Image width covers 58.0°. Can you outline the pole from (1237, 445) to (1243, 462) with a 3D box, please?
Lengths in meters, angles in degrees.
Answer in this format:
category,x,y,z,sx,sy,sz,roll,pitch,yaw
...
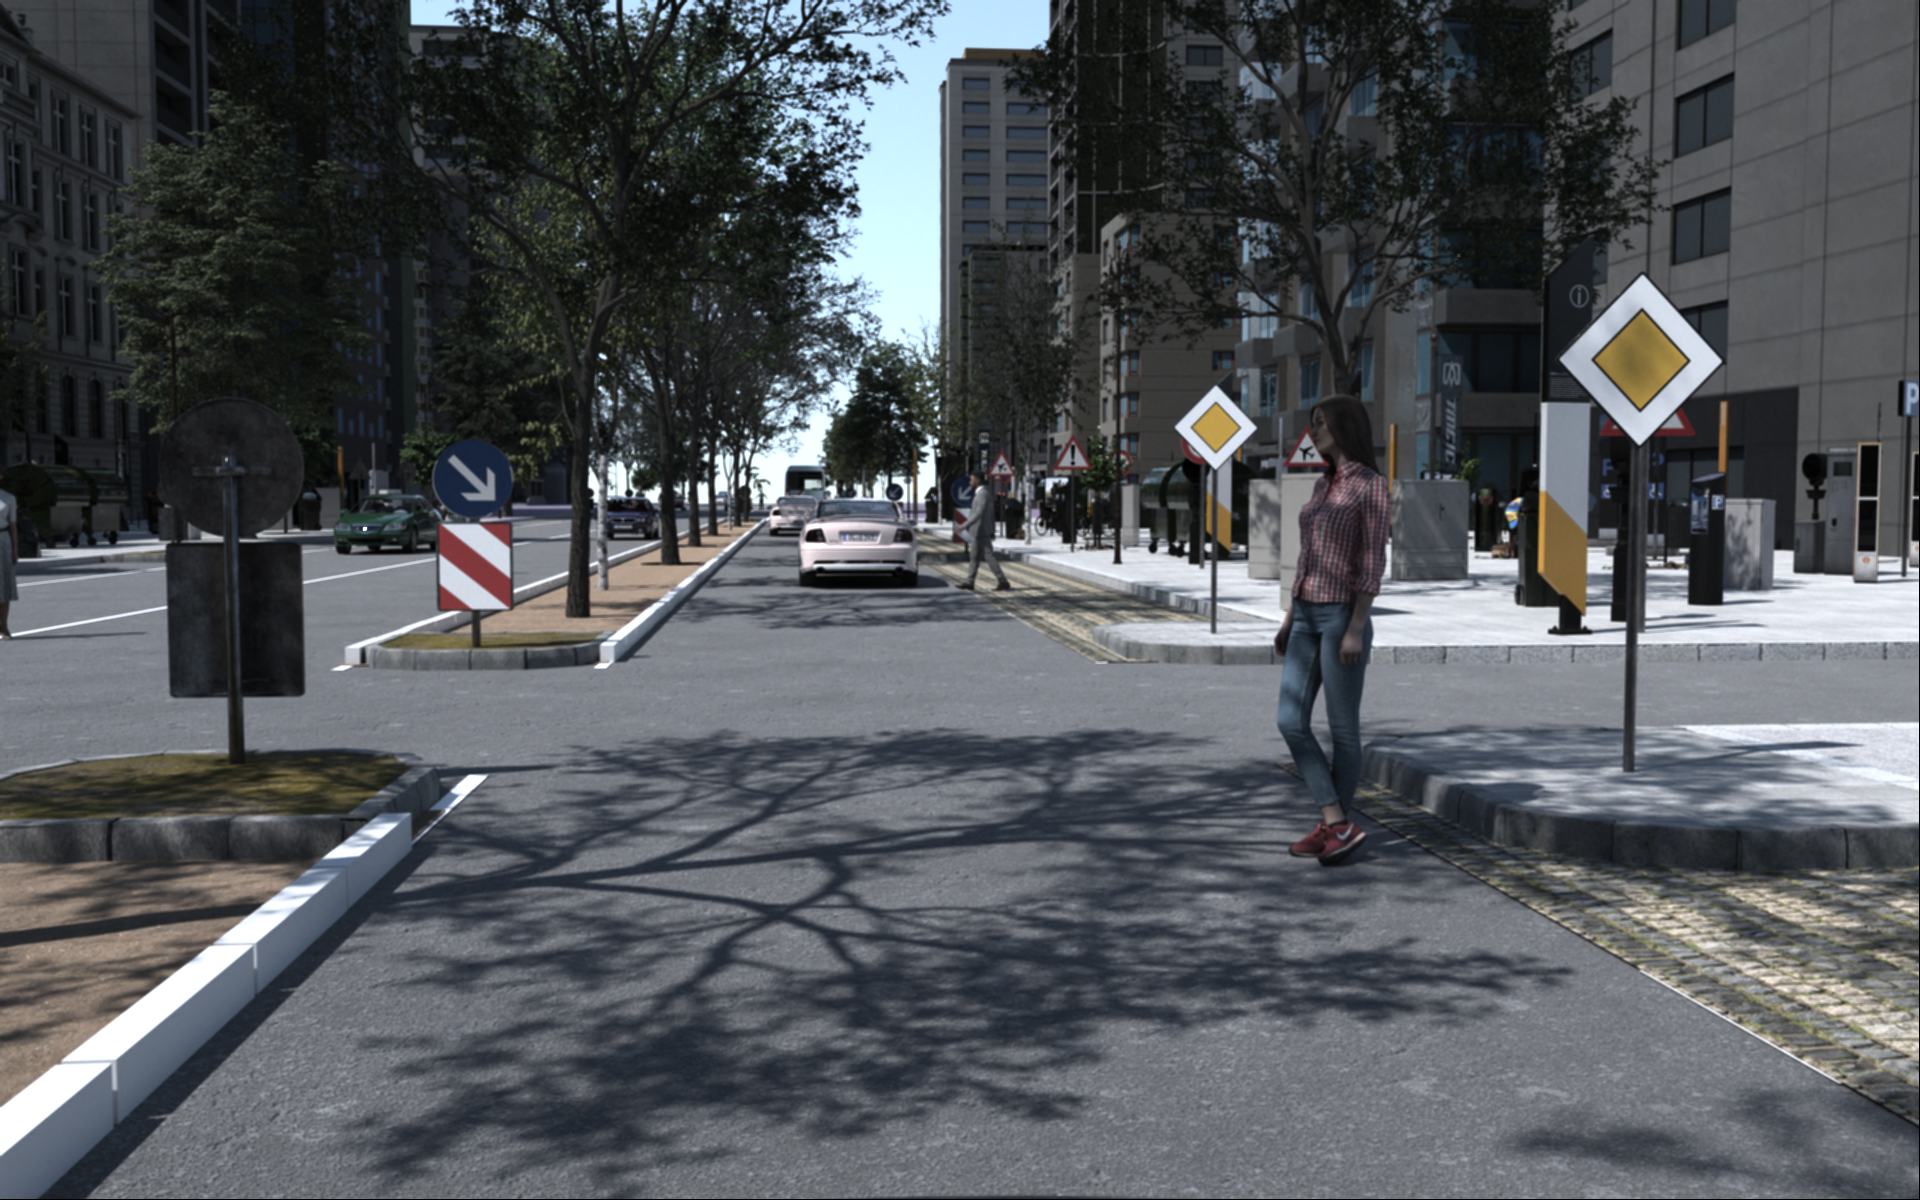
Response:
category,x,y,z,sx,sy,sz,roll,pitch,yaw
pole,10.509,-4.360,65.123,0.158,3.312,0.155,0,3,0

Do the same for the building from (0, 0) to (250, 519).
category,x,y,z,sx,sy,sz,roll,pitch,yaw
building,-49.520,-40.196,95.454,20.563,71.187,20.611,0,4,-5

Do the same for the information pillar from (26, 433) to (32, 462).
category,x,y,z,sx,sy,sz,roll,pitch,yaw
information pillar,-35.675,-4.591,66.419,0.183,3.616,0.504,-1,4,-19

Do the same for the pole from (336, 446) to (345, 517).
category,x,y,z,sx,sy,sz,roll,pitch,yaw
pole,-26.379,-4.893,73.849,0.158,3.312,0.155,0,3,0

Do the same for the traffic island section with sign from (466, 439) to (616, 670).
category,x,y,z,sx,sy,sz,roll,pitch,yaw
traffic island section with sign,-4.089,-0.421,15.014,2.006,1.907,1.989,0,4,-5

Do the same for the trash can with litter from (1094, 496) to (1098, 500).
category,x,y,z,sx,sy,sz,roll,pitch,yaw
trash can with litter,6.817,-4.635,87.172,0.624,1.170,1.055,1,4,10

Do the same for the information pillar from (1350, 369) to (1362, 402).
category,x,y,z,sx,sy,sz,roll,pitch,yaw
information pillar,7.350,-2.513,32.435,0.183,3.616,0.504,3,5,44

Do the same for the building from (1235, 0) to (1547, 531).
category,x,y,z,sx,sy,sz,roll,pitch,yaw
building,24.468,-27.668,71.973,23.786,49.044,30.456,0,4,-5

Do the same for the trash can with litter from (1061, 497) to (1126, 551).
category,x,y,z,sx,sy,sz,roll,pitch,yaw
trash can with litter,3.012,-1.781,40.177,1.678,1.210,2.233,1,4,15

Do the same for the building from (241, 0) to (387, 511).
category,x,y,z,sx,sy,sz,roll,pitch,yaw
building,-46.907,-28.384,114.190,14.600,45.320,14.200,0,4,-5

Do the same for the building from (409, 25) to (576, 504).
category,x,y,z,sx,sy,sz,roll,pitch,yaw
building,-61.481,-41.511,220.697,21.231,58.520,28.212,0,4,-5

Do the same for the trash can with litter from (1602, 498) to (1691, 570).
category,x,y,z,sx,sy,sz,roll,pitch,yaw
trash can with litter,12.050,-1.160,30.021,2.233,1.210,1.678,-1,4,-11

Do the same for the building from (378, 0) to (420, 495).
category,x,y,z,sx,sy,sz,roll,pitch,yaw
building,-49.273,-27.245,129.045,14.154,41.232,14.086,0,4,-5

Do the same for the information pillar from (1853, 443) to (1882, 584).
category,x,y,z,sx,sy,sz,roll,pitch,yaw
information pillar,13.063,-1.251,24.942,0.304,2.012,0.304,2,4,24

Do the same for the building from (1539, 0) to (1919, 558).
category,x,y,z,sx,sy,sz,roll,pitch,yaw
building,28.627,-36.881,41.252,20.611,71.187,20.563,0,4,-5

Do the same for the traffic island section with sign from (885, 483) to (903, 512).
category,x,y,z,sx,sy,sz,roll,pitch,yaw
traffic island section with sign,-2.601,-3.438,64.840,1.989,1.847,2.006,0,4,-5

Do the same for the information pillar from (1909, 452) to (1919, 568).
category,x,y,z,sx,sy,sz,roll,pitch,yaw
information pillar,16.830,-1.575,30.249,0.304,2.012,0.304,-2,4,-34

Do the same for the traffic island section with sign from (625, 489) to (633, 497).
category,x,y,z,sx,sy,sz,roll,pitch,yaw
traffic island section with sign,-26.836,-8.077,140.690,1.989,1.847,2.006,0,4,-5

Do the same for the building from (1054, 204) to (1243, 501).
category,x,y,z,sx,sy,sz,roll,pitch,yaw
building,22.397,-16.848,120.509,27.650,21.520,28.899,0,4,-5

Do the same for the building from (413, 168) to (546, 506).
category,x,y,z,sx,sy,sz,roll,pitch,yaw
building,-64.188,-30.749,194.633,32.217,40.220,23.993,0,4,-5

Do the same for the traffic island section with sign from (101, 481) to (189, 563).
category,x,y,z,sx,sy,sz,roll,pitch,yaw
traffic island section with sign,-17.039,-1.744,37.145,1.989,1.847,2.006,0,4,-5

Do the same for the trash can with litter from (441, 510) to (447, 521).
category,x,y,z,sx,sy,sz,roll,pitch,yaw
trash can with litter,-24.526,-4.350,82.503,1.055,1.170,0.624,2,4,35

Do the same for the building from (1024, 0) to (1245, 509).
category,x,y,z,sx,sy,sz,roll,pitch,yaw
building,16.764,-43.121,143.280,20.563,71.187,20.611,0,4,-5

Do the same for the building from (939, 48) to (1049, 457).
category,x,y,z,sx,sy,sz,roll,pitch,yaw
building,7.731,-42.500,236.881,21.231,58.520,28.212,0,4,-5

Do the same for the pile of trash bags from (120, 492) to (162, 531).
category,x,y,z,sx,sy,sz,roll,pitch,yaw
pile of trash bags,-29.333,-3.066,59.877,3.447,1.369,1.912,-3,5,-41

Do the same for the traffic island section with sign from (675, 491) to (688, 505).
category,x,y,z,sx,sy,sz,roll,pitch,yaw
traffic island section with sign,-31.891,-11.349,194.188,1.989,1.847,2.006,0,4,-5

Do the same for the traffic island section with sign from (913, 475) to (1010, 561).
category,x,y,z,sx,sy,sz,roll,pitch,yaw
traffic island section with sign,-0.027,-1.773,37.617,1.989,1.847,2.006,0,4,-5

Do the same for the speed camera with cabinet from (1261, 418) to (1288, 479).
category,x,y,z,sx,sy,sz,roll,pitch,yaw
speed camera with cabinet,8.079,-3.134,45.579,0.660,3.252,2.038,0,4,-5

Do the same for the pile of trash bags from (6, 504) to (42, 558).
category,x,y,z,sx,sy,sz,roll,pitch,yaw
pile of trash bags,-20.245,-1.515,34.517,3.447,1.369,1.912,-2,4,-26

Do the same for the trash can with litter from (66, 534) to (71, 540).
category,x,y,z,sx,sy,sz,roll,pitch,yaw
trash can with litter,-25.227,-2.265,48.421,0.624,1.170,1.055,-1,4,-18

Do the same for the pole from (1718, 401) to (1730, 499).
category,x,y,z,sx,sy,sz,roll,pitch,yaw
pole,16.834,-2.713,38.206,0.158,3.312,0.155,0,3,0

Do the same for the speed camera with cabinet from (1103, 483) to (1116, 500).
category,x,y,z,sx,sy,sz,roll,pitch,yaw
speed camera with cabinet,8.643,-5.975,92.028,2.038,3.252,0.660,0,4,1

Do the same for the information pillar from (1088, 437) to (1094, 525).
category,x,y,z,sx,sy,sz,roll,pitch,yaw
information pillar,5.413,-4.912,71.669,0.183,3.616,0.504,2,4,31

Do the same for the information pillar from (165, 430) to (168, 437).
category,x,y,z,sx,sy,sz,roll,pitch,yaw
information pillar,-24.469,-3.801,53.498,0.183,3.616,0.504,-2,4,-28

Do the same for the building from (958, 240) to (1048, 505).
category,x,y,z,sx,sy,sz,roll,pitch,yaw
building,7.728,-26.305,201.787,14.160,30.474,14.107,0,4,-5

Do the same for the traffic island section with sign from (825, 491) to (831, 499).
category,x,y,z,sx,sy,sz,roll,pitch,yaw
traffic island section with sign,-9.898,-8.152,141.920,1.989,1.847,2.006,0,4,-5

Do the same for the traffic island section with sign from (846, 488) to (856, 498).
category,x,y,z,sx,sy,sz,roll,pitch,yaw
traffic island section with sign,-7.355,-6.511,115.085,1.989,1.847,2.006,0,4,-5

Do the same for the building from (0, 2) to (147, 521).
category,x,y,z,sx,sy,sz,roll,pitch,yaw
building,-43.483,-15.142,66.651,14.460,24.649,34.723,0,4,-5

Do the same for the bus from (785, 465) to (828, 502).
category,x,y,z,sx,sy,sz,roll,pitch,yaw
bus,-10.412,-7.493,117.372,2.948,3.499,13.247,0,4,-4

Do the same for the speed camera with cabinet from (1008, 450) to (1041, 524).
category,x,y,z,sx,sy,sz,roll,pitch,yaw
speed camera with cabinet,2.805,-4.925,74.858,0.660,3.252,2.038,2,4,29

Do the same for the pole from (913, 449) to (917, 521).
category,x,y,z,sx,sy,sz,roll,pitch,yaw
pole,-2.018,-5.154,78.112,0.158,3.312,0.155,0,3,0

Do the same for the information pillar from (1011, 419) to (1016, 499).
category,x,y,z,sx,sy,sz,roll,pitch,yaw
information pillar,1.640,-3.751,52.680,0.183,3.616,0.504,1,4,11

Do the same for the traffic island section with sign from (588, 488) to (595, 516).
category,x,y,z,sx,sy,sz,roll,pitch,yaw
traffic island section with sign,-24.236,-6.398,113.238,1.989,1.847,2.006,0,4,-5

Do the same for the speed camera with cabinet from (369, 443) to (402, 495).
category,x,y,z,sx,sy,sz,roll,pitch,yaw
speed camera with cabinet,-22.075,-4.416,66.545,0.660,3.252,2.038,-3,4,-37

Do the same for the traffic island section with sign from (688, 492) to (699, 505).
category,x,y,z,sx,sy,sz,roll,pitch,yaw
traffic island section with sign,-34.582,-13.082,222.518,1.989,1.847,2.006,0,4,-5

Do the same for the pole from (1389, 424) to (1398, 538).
category,x,y,z,sx,sy,sz,roll,pitch,yaw
pole,12.620,-3.463,50.460,0.158,3.312,0.155,0,3,0

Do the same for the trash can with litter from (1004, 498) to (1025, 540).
category,x,y,z,sx,sy,sz,roll,pitch,yaw
trash can with litter,1.680,-2.297,48.938,0.624,1.170,1.055,-2,4,-29

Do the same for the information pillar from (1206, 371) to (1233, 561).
category,x,y,z,sx,sy,sz,roll,pitch,yaw
information pillar,4.962,-2.550,33.042,0.504,3.616,0.183,-1,4,-12

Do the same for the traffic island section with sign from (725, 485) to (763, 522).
category,x,y,z,sx,sy,sz,roll,pitch,yaw
traffic island section with sign,-11.180,-4.996,89.818,2.006,1.907,1.989,0,4,-5

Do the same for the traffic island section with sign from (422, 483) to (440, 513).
category,x,y,z,sx,sy,sz,roll,pitch,yaw
traffic island section with sign,-19.567,-3.386,63.982,1.989,1.847,2.006,0,4,-5

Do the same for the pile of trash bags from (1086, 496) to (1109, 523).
category,x,y,z,sx,sy,sz,roll,pitch,yaw
pile of trash bags,6.844,-4.096,76.722,3.447,1.369,1.912,-1,4,-21

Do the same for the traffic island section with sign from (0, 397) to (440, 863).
category,x,y,z,sx,sy,sz,roll,pitch,yaw
traffic island section with sign,-3.400,0.030,7.639,2.006,1.907,1.989,0,4,-5

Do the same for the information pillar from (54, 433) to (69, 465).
category,x,y,z,sx,sy,sz,roll,pitch,yaw
information pillar,-34.498,-4.599,66.547,0.504,3.616,0.183,-1,4,-18

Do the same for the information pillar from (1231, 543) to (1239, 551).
category,x,y,z,sx,sy,sz,roll,pitch,yaw
information pillar,6.164,-2.131,39.328,0.304,2.012,0.304,2,4,25

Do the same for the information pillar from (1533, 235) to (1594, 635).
category,x,y,z,sx,sy,sz,roll,pitch,yaw
information pillar,5.508,-1.491,15.726,0.504,3.616,0.183,-1,4,-18
